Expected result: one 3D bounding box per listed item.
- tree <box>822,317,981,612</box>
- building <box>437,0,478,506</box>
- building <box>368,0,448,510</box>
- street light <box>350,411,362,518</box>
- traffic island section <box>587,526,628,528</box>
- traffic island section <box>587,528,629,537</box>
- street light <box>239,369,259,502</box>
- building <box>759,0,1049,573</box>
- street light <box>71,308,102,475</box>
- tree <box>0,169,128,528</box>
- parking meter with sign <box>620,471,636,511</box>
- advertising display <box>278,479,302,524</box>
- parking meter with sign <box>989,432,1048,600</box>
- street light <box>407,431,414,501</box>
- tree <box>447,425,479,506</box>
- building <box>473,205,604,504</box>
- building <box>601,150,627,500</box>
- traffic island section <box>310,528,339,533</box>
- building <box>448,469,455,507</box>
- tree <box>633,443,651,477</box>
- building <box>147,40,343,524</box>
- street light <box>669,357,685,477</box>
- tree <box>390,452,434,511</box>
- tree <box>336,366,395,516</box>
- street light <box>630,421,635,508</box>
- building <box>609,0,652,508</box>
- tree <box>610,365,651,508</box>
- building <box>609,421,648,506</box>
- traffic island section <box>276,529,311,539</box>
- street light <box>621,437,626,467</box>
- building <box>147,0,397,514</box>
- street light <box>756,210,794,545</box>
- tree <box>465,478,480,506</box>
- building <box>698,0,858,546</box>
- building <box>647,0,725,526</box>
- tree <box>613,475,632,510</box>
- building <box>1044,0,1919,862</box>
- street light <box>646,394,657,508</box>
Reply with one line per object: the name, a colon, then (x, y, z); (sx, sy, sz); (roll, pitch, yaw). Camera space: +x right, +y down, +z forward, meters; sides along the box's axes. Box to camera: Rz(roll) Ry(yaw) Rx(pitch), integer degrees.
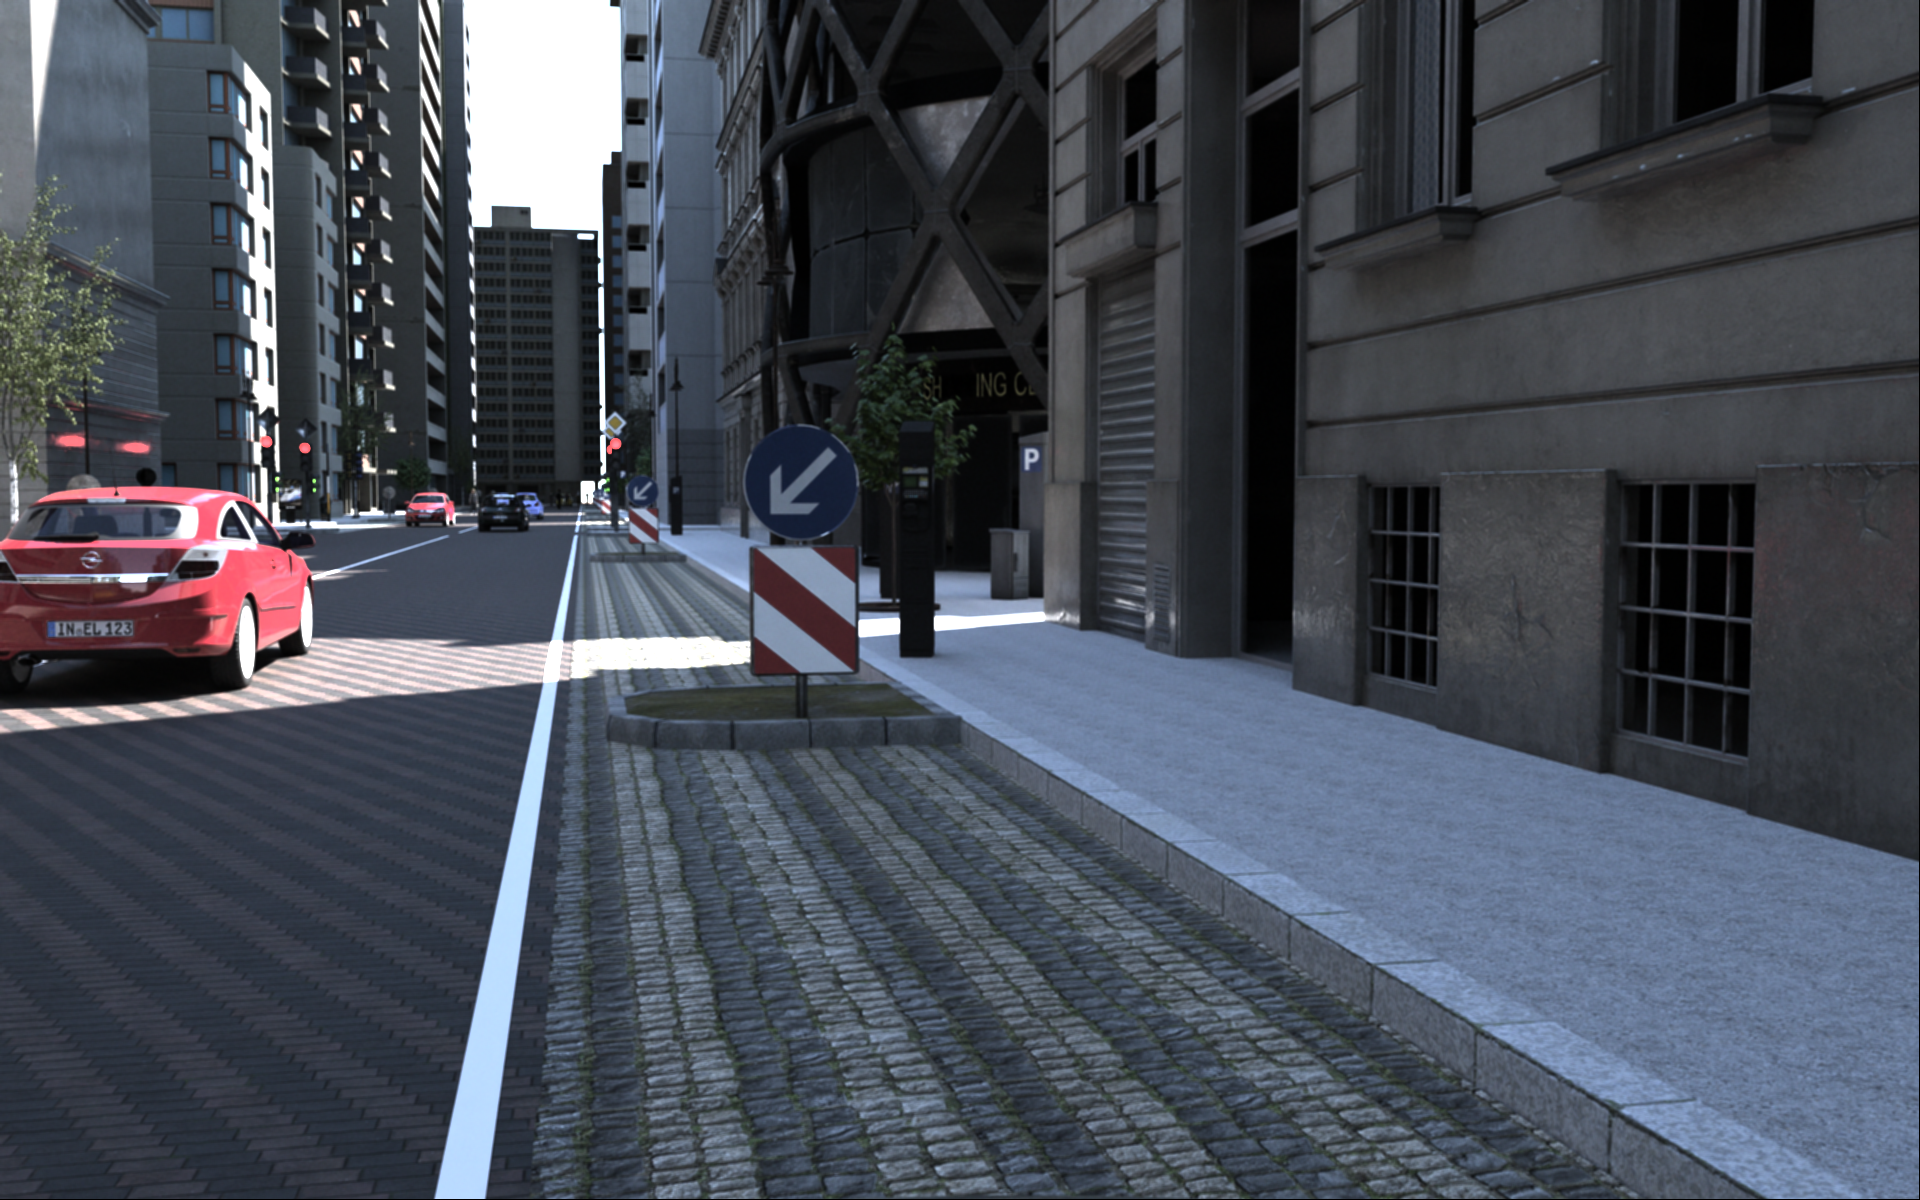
tree: (-0.830, -1.498, 19.100); (1.663, 3.219, 1.824); (0, 3, 0)
building: (-70.246, -40.092, 197.495); (28.212, 58.520, 21.231); (-1, 4, -12)
building: (-55.086, -31.874, 144.838); (21.300, 48.544, 21.600); (-1, 4, -12)
street light: (-32.850, -7.436, 94.370); (0.468, 5.910, 1.993); (-1, 4, -12)
traffic island section: (-13.354, -2.717, 66.706); (2.009, 0.180, 2.903); (-1, 4, -12)
traffic island section: (-11.657, -2.240, 58.902); (2.009, 0.180, 2.903); (-1, 4, -12)
street light: (-26.258, -5.581, 64.031); (0.468, 5.910, 1.993); (-1, 4, -12)
building: (4.526, -10.128, 33.047); (16.820, 18.784, 16.811); (-1, 4, -12)
street light: (-21.740, -4.300, 43.098); (0.468, 5.910, 1.993); (-1, 4, -12)
tree: (-21.261, -5.436, 39.233); (4.737, 8.622, 4.395); (0, 3, 0)
parking meter with sign: (-24.959, -8.243, 131.031); (0.543, 3.016, 1.738); (2, 4, 25)
advertising display: (-28.797, -4.236, 74.466); (0.974, 1.923, 0.123); (-1, 4, -22)
parking meter with sign: (1.065, -1.550, 21.596); (0.543, 3.016, 1.738); (3, 5, 39)
street light: (-39.324, -9.259, 124.165); (0.468, 5.910, 1.993); (-1, 4, -12)
tree: (-53.093, -14.316, 184.425); (4.737, 8.622, 4.395); (0, 3, 0)
building: (-60.850, -33.269, 235.829); (23.993, 40.220, 32.217); (-1, 4, -12)
building: (-40.057, -35.462, 229.915); (14.200, 45.320, 14.600); (-1, 4, -12)
traffic island section: (-24.243, -2.573, 64.352); (2.009, 0.180, 2.903); (-1, 4, -12)
building: (-59.624, -44.432, 164.720); (20.563, 71.187, 20.611); (-1, 4, -12)
tree: (-16.239, -6.819, 95.197); (4.285, 4.588, 4.351); (0, 3, 0)
building: (-44.550, -14.256, 78.127); (27.650, 21.520, 28.899); (-1, 4, -12)
street light: (-9.526, -5.230, 58.291); (0.468, 5.910, 1.993); (-1, 4, -12)
tree: (-42.667, -9.242, 134.818); (4.285, 4.588, 4.351); (0, 3, 0)
tree: (-34.607, -9.100, 99.153); (4.737, 8.622, 4.395); (0, 3, 0)
street light: (-20.503, -8.308, 108.626); (0.468, 5.910, 1.993); (-1, 4, -12)
building: (-17.967, -35.117, 163.399); (28.713, 52.752, 27.495); (-1, 4, -12)
tree: (-17.866, -9.133, 99.689); (4.360, 8.622, 3.978); (0, 3, 0)
building: (-31.529, -46.928, 205.516); (20.563, 71.187, 20.611); (-1, 4, -12)
traffic island section: (-22.546, -2.096, 56.548); (2.009, 0.180, 2.903); (-1, 4, -12)
street light: (-26.939, -10.133, 138.455); (0.468, 5.910, 1.993); (-1, 4, -12)
building: (-49.802, -28.093, 113.951); (22.147, 44.769, 28.867); (-1, 4, -12)
street light: (-3.037, -3.407, 28.500); (0.468, 5.910, 1.993); (-1, 4, -12)
tree: (-53.542, -11.908, 189.295); (1.663, 3.219, 1.824); (0, 3, 0)
building: (-1.678, -11.395, 50.937); (10.561, 19.102, 19.286); (-1, 4, -12)
building: (0.659, -32.729, 77.112); (28.212, 58.520, 21.231); (-1, 4, -12)
tree: (-28.447, -9.274, 146.237); (1.663, 3.219, 1.824); (0, 3, 0)
building: (10.962, -10.471, 4.492); (16.112, 22.955, 30.059); (-1, 4, -12)
street light: (-14.009, -6.477, 78.682); (0.468, 5.910, 1.993); (-1, 4, -12)
